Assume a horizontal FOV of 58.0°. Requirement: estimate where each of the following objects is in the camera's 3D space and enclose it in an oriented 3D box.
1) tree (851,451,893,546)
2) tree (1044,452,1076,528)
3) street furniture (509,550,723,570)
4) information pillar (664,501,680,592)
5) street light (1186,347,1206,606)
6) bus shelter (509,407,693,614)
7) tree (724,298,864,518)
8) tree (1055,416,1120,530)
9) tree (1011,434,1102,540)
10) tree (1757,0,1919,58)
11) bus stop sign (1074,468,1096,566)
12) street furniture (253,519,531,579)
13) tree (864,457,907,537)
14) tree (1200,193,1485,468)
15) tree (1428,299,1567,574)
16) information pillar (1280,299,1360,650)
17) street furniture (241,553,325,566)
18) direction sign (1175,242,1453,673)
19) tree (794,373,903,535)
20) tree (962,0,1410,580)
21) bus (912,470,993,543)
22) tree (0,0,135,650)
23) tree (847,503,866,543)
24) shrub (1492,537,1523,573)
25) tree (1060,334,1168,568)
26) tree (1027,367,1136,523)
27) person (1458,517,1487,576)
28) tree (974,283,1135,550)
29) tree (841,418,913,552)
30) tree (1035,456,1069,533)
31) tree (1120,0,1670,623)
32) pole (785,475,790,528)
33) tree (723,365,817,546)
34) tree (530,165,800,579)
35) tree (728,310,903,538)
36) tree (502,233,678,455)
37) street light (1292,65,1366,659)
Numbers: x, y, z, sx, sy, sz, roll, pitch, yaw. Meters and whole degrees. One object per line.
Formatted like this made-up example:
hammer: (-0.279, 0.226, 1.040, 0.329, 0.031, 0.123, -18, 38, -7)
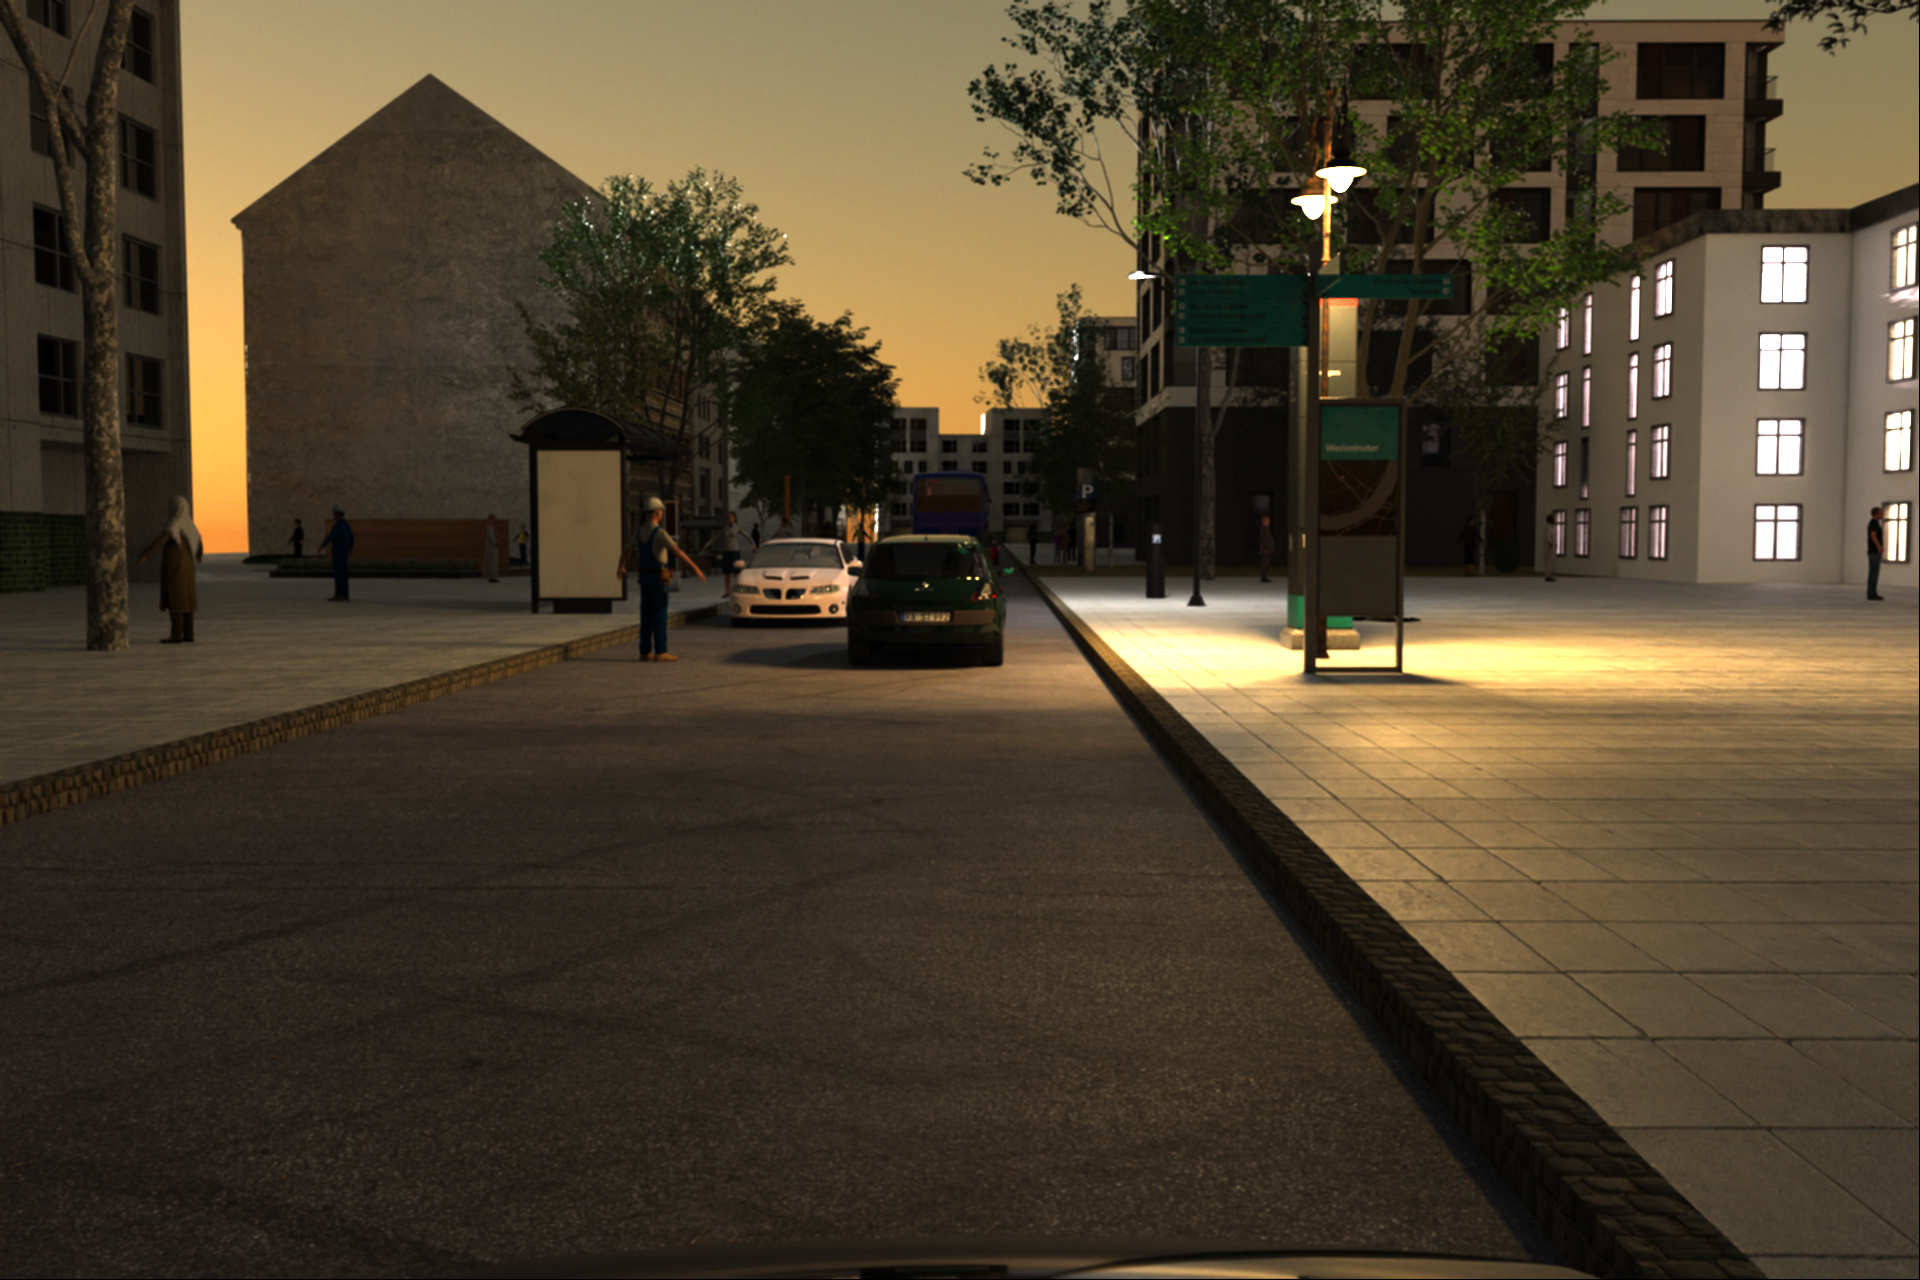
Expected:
tree: (-7.190, -11.653, 140.891, 4.360, 8.622, 3.978, 0, 3, 0)
tree: (8.985, -11.931, 145.441, 4.737, 8.622, 4.395, 0, 3, 0)
street furniture: (-13.343, -3.019, 64.989, 10.072, 0.657, 5.734, 1, 4, 8)
information pillar: (-6.394, -2.078, 38.471, 0.304, 2.012, 0.304, 0, 4, 2)
street light: (4.756, -3.555, 30.670, 1.470, 5.913, 1.316, 0, 4, 1)
bus shelter: (-6.130, -2.228, 30.350, 2.014, 3.302, 5.546, 0, 4, 1)
tree: (-8.120, -10.132, 83.785, 7.486, 12.596, 7.792, 0, 3, 0)
tree: (7.380, -9.671, 108.482, 4.360, 8.622, 3.978, 0, 3, 0)
tree: (8.833, -13.693, 158.286, 8.767, 10.594, 7.601, 0, 4, 5)
tree: (6.227, -4.453, 7.220, 8.767, 10.594, 7.601, 3, 5, 41)
bus stop sign: (4.996, -4.895, 69.053, 0.837, 3.901, 0.837, 0, 4, 1)
street furniture: (-17.837, -2.837, 53.243, 9.812, 1.723, 11.010, 1, 4, 12)
tree: (-6.781, -12.390, 152.940, 4.737, 8.622, 4.395, 0, 3, 0)
tree: (13.968, -9.360, 63.400, 12.009, 13.543, 11.850, 0, 3, 0)
tree: (16.961, -6.416, 55.270, 4.737, 8.622, 4.395, 0, 3, 0)
information pillar: (4.040, -1.834, 19.360, 0.750, 3.857, 0.750, 0, 4, 1)
street furniture: (-24.617, -3.322, 69.933, 5.734, 0.657, 10.072, -3, 5, -42)
direction sign: (3.232, -1.630, 15.415, 2.525, 3.948, 1.411, 0, 4, 1)
tree: (-7.737, -11.207, 108.989, 9.928, 11.665, 9.643, 0, 3, 0)
tree: (5.764, -11.686, 46.953, 12.611, 20.169, 13.585, 0, 3, 0)
bus: (-0.226, -4.529, 65.602, 2.896, 3.916, 12.251, 0, 4, 2)
tree: (-10.820, -9.991, 19.236, 12.611, 20.169, 13.585, 0, 3, 0)
tree: (-14.768, -18.316, 249.831, 4.360, 8.622, 3.978, 0, 3, 0)
shrub: (18.192, -2.841, 57.566, 1.383, 1.207, 1.383, 0, 3, 0)
tree: (5.428, -7.002, 64.852, 4.360, 8.622, 3.978, 0, 3, 0)
tree: (8.354, -12.155, 116.858, 7.486, 12.596, 7.792, 0, 3, 0)
person: (15.664, -2.875, 53.144, 0.704, 1.812, 1.346, -1, 4, -21)
tree: (7.384, -16.978, 133.482, 12.611, 20.169, 13.585, 0, 3, 0)
tree: (-7.096, -11.464, 121.842, 8.767, 10.594, 7.601, 3, 5, 39)
tree: (8.198, -12.335, 152.039, 4.360, 8.622, 3.978, 0, 3, 0)
tree: (6.107, -6.077, 25.120, 9.928, 11.665, 9.643, 0, 3, 0)
pole: (-5.980, -4.051, 60.083, 0.158, 3.312, 0.155, 0, 3, 0)
tree: (-8.750, -7.657, 75.558, 4.360, 8.622, 3.978, 0, 3, 0)
tree: (-8.480, -7.594, 49.914, 9.928, 11.665, 9.643, 0, 3, 0)
tree: (-7.981, -11.702, 97.990, 9.857, 13.997, 8.962, 0, 3, 0)
tree: (-8.664, -5.588, 41.724, 4.737, 8.622, 4.395, 0, 3, 0)
street light: (3.736, -2.749, 17.735, 0.468, 5.910, 1.993, 0, 4, 1)
